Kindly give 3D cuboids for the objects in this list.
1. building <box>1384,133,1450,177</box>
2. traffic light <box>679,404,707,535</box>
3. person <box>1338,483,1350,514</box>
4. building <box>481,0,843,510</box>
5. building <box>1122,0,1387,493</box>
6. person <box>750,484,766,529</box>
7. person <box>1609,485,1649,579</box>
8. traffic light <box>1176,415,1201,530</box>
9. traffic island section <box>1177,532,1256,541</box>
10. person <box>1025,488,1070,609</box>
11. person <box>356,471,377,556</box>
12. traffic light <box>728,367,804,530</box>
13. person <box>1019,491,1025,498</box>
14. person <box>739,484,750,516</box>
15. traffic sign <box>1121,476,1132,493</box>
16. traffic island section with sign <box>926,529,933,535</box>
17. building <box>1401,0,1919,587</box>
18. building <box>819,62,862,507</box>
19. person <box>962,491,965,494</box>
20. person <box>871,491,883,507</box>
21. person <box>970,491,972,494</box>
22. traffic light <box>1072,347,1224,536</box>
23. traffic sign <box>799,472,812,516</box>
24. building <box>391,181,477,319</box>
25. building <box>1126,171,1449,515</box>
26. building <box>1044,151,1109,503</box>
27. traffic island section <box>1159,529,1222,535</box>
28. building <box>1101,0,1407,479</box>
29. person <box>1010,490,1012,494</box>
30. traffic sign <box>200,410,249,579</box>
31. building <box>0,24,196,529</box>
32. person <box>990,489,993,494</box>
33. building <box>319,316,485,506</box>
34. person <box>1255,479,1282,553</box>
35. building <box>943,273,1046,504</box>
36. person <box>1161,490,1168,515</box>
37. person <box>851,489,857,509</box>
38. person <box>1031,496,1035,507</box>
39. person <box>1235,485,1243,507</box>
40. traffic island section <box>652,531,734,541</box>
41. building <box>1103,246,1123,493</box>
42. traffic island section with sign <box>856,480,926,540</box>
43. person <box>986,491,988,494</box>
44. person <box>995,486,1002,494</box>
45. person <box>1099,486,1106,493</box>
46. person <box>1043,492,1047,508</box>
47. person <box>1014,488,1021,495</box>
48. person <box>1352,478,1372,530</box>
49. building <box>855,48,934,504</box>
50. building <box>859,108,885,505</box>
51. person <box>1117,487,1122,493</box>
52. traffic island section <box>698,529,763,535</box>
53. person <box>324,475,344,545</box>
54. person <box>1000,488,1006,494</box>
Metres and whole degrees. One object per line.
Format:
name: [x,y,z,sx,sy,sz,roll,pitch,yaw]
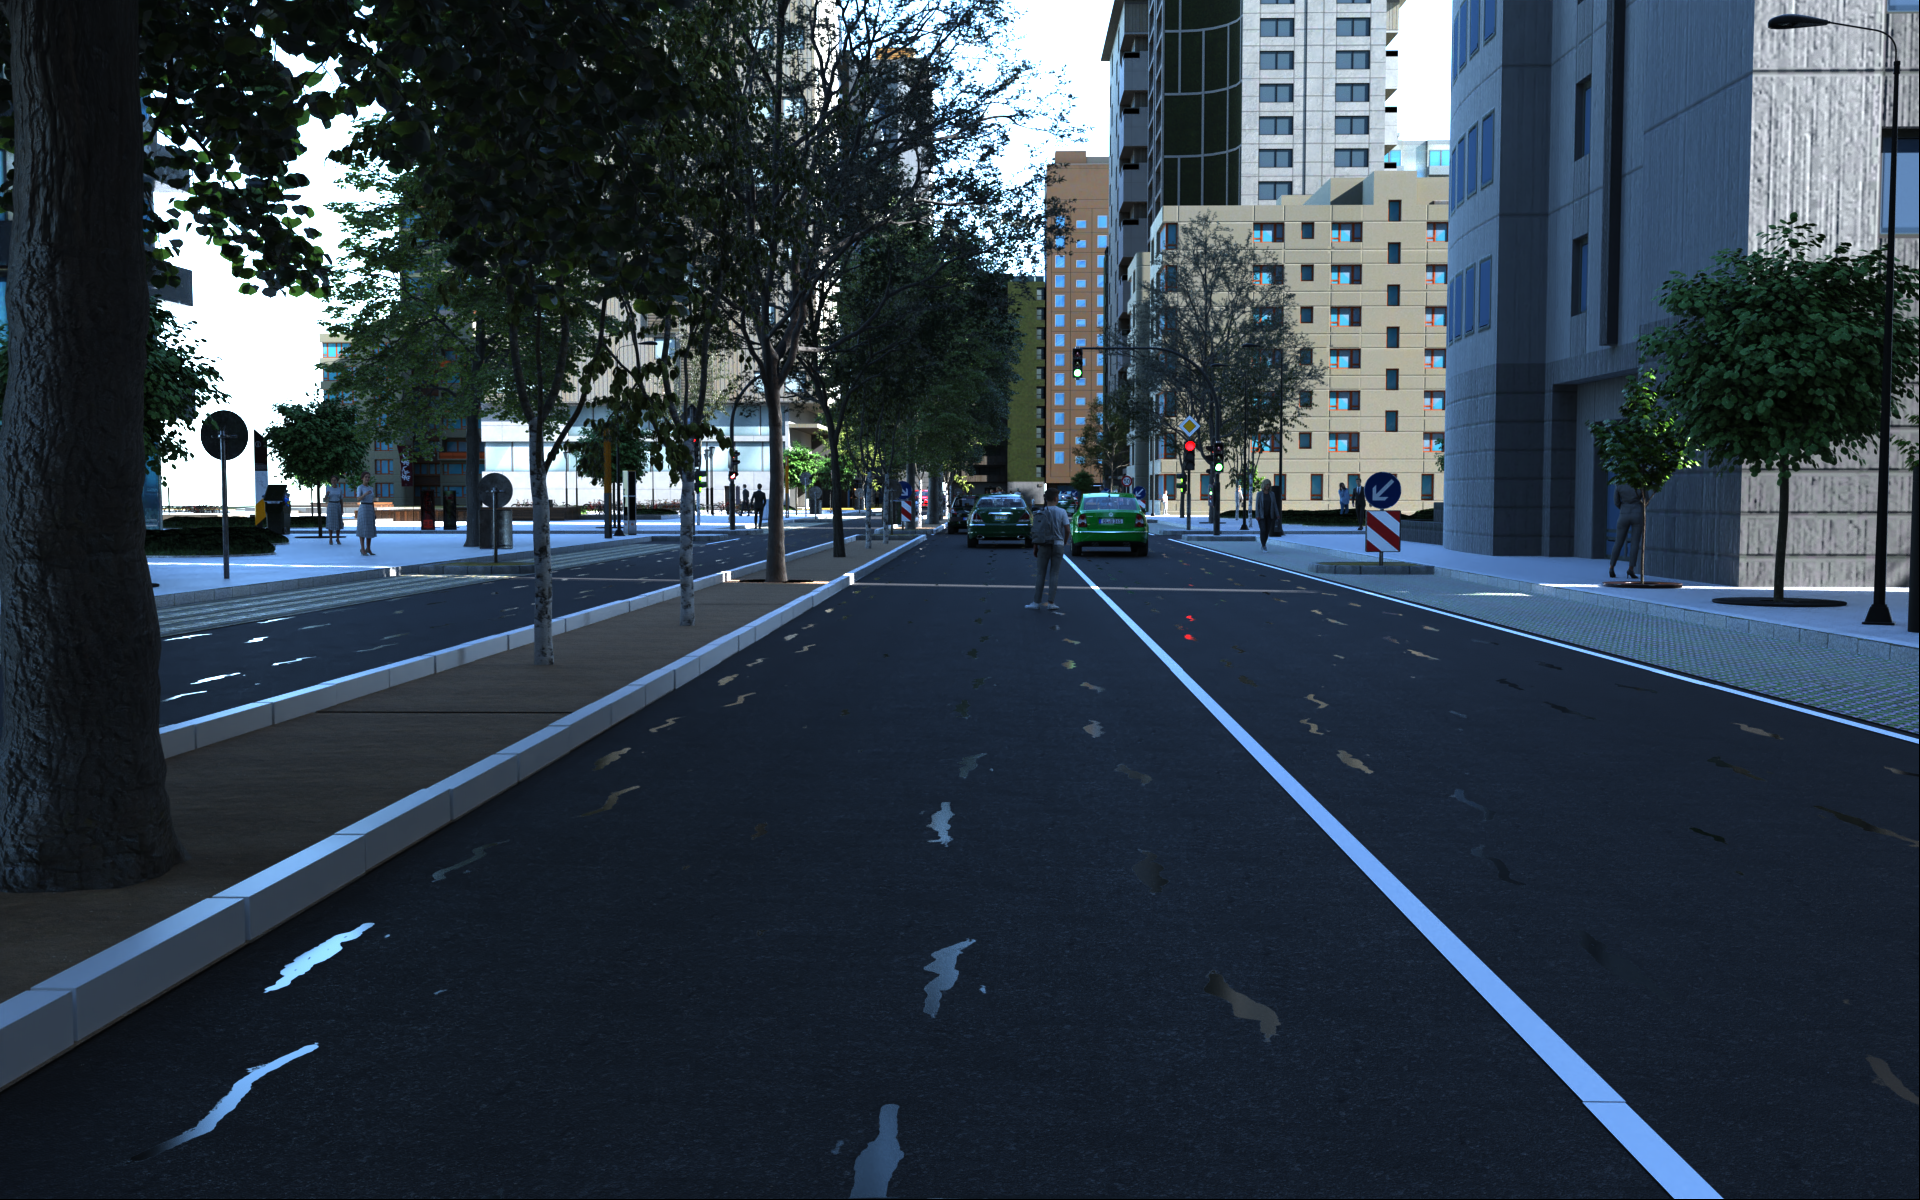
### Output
building: [55.030,-37.479,232.388,30.456,49.044,23.786,0,4,1]
traffic light: [-8.328,-3.979,53.979,0.839,4.253,0.868,0,4,1]
person: [17.123,-4.338,77.228,0.793,1.790,0.793,2,4,30]
building: [-24.550,-34.344,150.763,28.713,52.752,27.495,0,4,1]
building: [25.765,-43.891,155.870,20.563,71.187,20.611,0,4,1]
person: [-8.094,-3.743,69.476,0.659,1.850,0.755,-1,4,-8]
person: [10.199,-1.228,26.389,0.520,1.790,0.573,1,4,14]
traffic light: [8.124,-4.444,61.582,0.839,4.253,0.868,0,4,1]
traffic island section: [7.968,-1.922,53.712,2.009,0.180,2.903,0,4,1]
person: [1.084,-0.637,21.514,0.503,1.515,0.523,-2,4,-26]
person: [-12.355,-1.809,36.190,0.524,1.755,0.480,2,4,25]
traffic light: [-6.040,-5.338,61.946,4.771,5.953,1.251,0,4,1]
person: [6.405,-10.714,184.358,1.217,1.739,0.721,2,4,27]
person: [-12.515,-5.789,100.475,0.755,1.850,0.659,2,4,28]
traffic sign: [11.496,-7.296,119.400,0.768,2.556,0.104,0,4,7]
traffic island section with sign: [-1.990,-3.270,61.603,2.006,1.907,1.989,0,4,1]
building: [21.566,-30.203,35.813,21.231,58.520,28.212,0,4,1]
building: [-17.258,-31.959,172.636,14.600,45.320,14.200,0,4,1]
person: [0.351,-9.723,168.142,0.551,1.740,0.621,-1,4,-21]
person: [-8.390,-10.338,175.072,1.348,1.823,0.705,-2,4,-29]
person: [1.186,-11.305,194.052,1.217,1.743,0.721,2,4,24]
traffic light: [5.835,-4.822,53.509,4.771,5.953,1.251,0,4,1]
traffic sign: [-8.927,-6.128,100.297,0.768,2.556,0.104,0,4,5]
building: [-61.350,-35.442,234.103,28.867,44.769,22.147,0,4,1]
building: [26.290,-16.704,118.151,27.650,21.520,28.899,0,4,1]
building: [18.346,-35.393,228.779,14.200,45.320,14.600,0,4,1]
traffic island section: [8.163,-2.411,61.695,2.009,0.180,2.903,0,4,1]
building: [29.755,-36.214,181.341,28.713,52.752,27.495,0,4,1]
person: [4.288,-8.013,140.319,0.742,1.727,0.445,1,4,9]
traffic sign: [-11.127,-1.596,26.199,0.768,2.556,0.104,0,4,6]
building: [-37.862,-25.921,43.411,30.456,49.044,23.786,0,4,1]
person: [2.407,-7.406,129.948,0.624,1.780,0.694,0,4,-5]
building: [-53.900,-21.678,199.474,28.899,21.520,27.650,0,4,1]
person: [7.537,-2.058,42.331,0.709,1.800,0.728,-1,4,-8]
building: [4.195,-28.016,229.756,14.107,30.474,14.160,0,4,1]
person: [12.341,-5.835,104.045,0.523,1.515,0.503,0,4,0]
person: [-8.869,-8.622,147.538,1.217,1.766,0.721,3,5,42]
person: [5.743,-7.542,136.496,0.352,1.250,0.332,1,4,10]
person: [16.431,-5.846,101.810,0.709,1.800,0.728,-2,4,-30]
traffic island section: [-8.368,-1.947,54.115,2.009,0.180,2.903,0,4,1]
building: [23.674,-26.375,202.938,14.160,30.474,14.107,0,4,1]
traffic island section with sign: [-2.180,-2.817,54.198,2.006,1.907,1.989,0,4,1]
person: [2.922,-10.833,186.176,0.434,1.755,0.990,-2,4,-27]
person: [1.858,-4.495,82.212,0.641,1.798,0.478,-2,4,-30]
person: [6.913,-4.625,83.985,0.638,1.841,0.748,0,4,3]
person: [8.646,-9.974,172.377,0.742,1.727,0.445,1,4,10]
person: [3.999,-6.775,119.147,0.514,1.842,0.818,-3,4,-36]
person: [14.174,-3.398,61.374,0.659,1.850,0.755,2,4,34]
building: [-17.660,-42.226,232.391,28.212,58.520,21.231,0,4,1]
building: [-24.193,-35.467,199.494,30.456,49.044,23.786,0,4,1]
person: [9.030,-5.452,97.652,0.388,1.821,0.555,2,4,33]
traffic island section: [-8.173,-2.435,62.098,2.009,0.180,2.903,0,4,1]
person: [-15.905,-2.289,44.036,0.480,1.755,0.524,-2,4,-33]
person: [3.047,-7.222,126.386,0.655,1.846,0.447,-1,4,-22]
